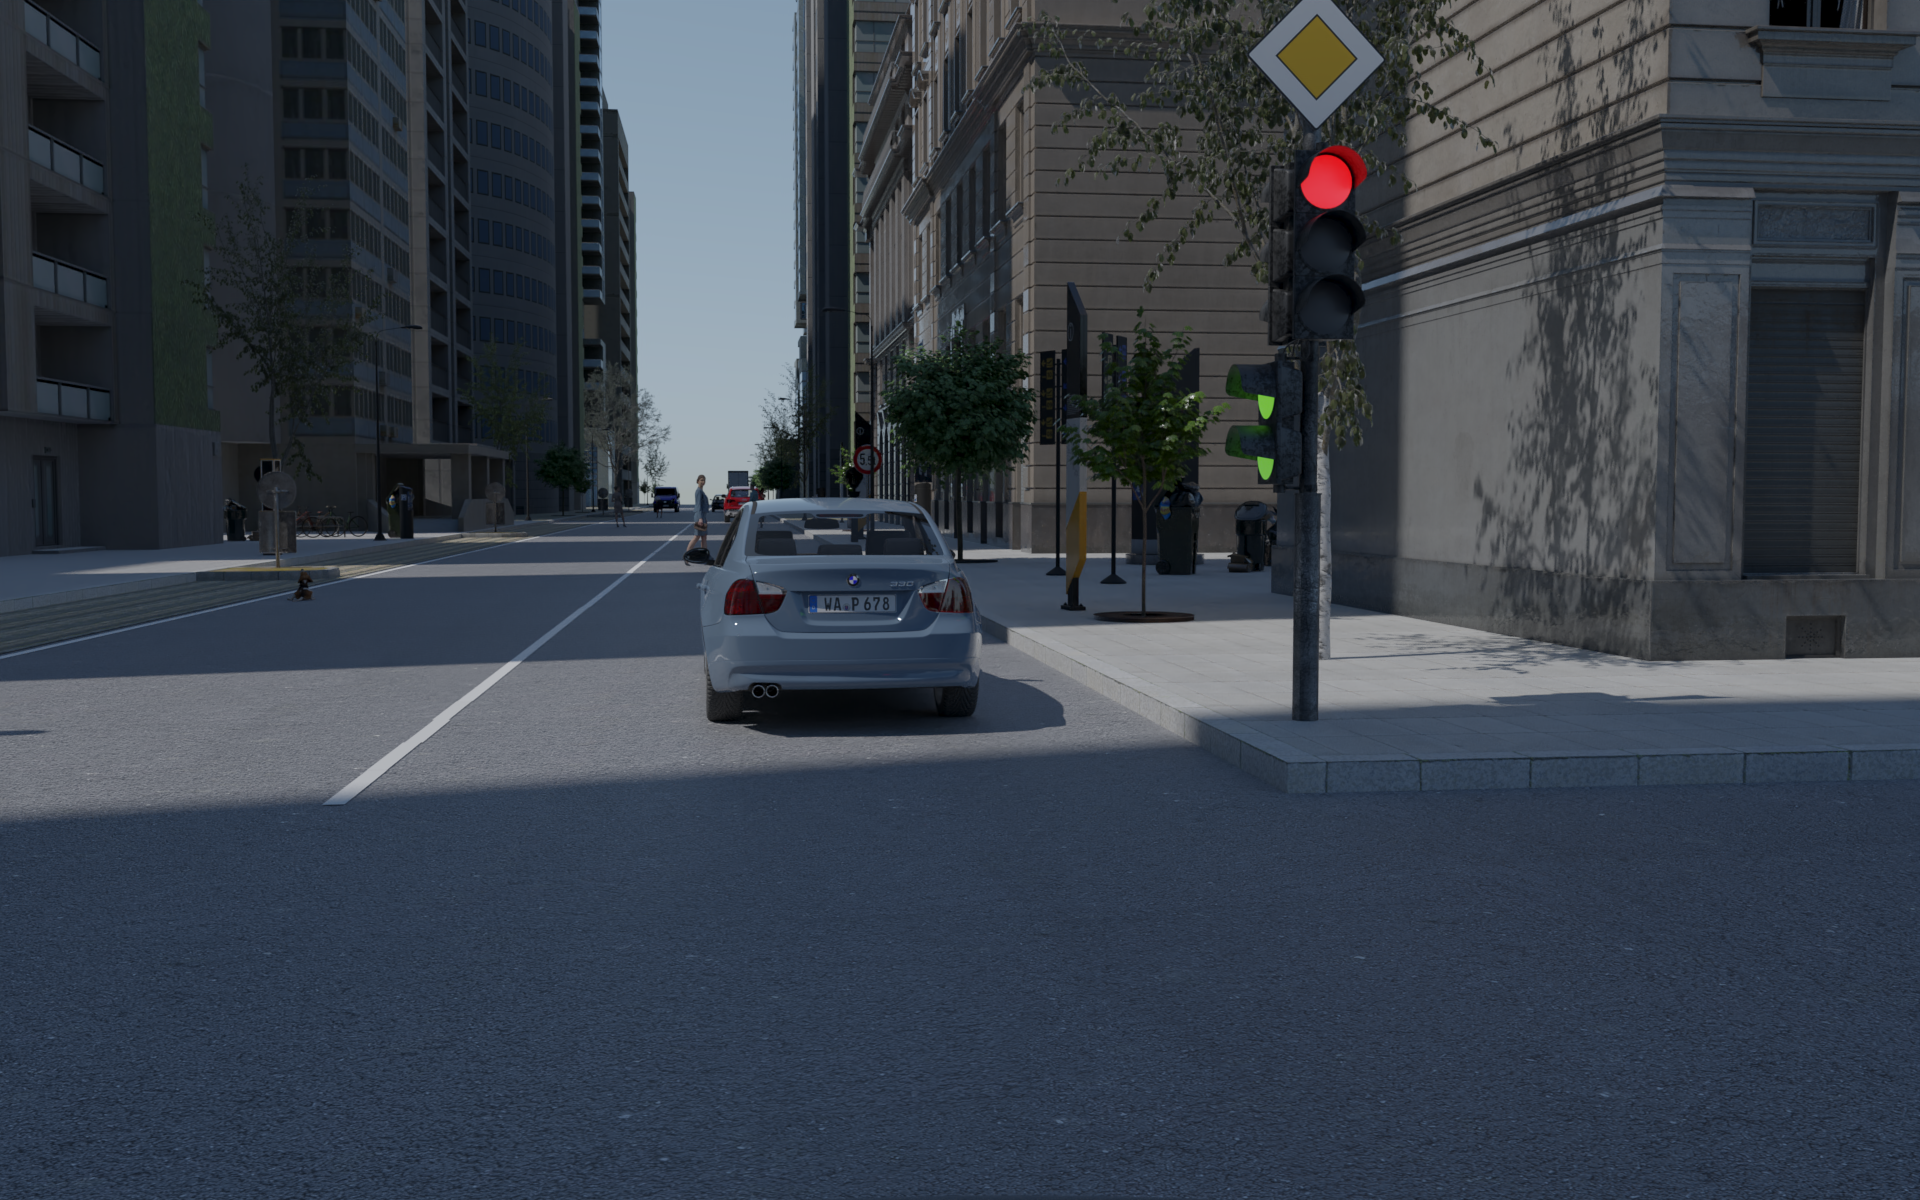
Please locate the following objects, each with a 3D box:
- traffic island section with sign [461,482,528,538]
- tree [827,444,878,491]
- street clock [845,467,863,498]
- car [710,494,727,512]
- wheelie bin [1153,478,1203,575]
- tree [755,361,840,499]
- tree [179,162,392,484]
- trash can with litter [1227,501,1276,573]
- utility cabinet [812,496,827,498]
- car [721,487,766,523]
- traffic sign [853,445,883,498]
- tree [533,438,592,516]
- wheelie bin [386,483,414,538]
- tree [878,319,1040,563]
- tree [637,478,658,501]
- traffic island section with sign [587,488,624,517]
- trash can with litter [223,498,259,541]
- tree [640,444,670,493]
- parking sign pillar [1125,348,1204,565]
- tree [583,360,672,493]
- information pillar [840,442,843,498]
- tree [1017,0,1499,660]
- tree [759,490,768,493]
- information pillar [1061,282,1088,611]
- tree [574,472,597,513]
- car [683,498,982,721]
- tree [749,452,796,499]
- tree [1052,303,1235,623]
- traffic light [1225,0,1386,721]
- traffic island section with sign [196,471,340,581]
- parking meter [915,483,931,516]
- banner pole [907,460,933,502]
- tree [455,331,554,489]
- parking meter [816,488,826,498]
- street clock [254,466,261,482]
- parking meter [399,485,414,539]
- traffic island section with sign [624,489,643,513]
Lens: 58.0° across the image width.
[{"bbox_3d":[-15.400,-2.985,57.431,1.989,1.847,2.006,0,4,-8],"label":"traffic island section with sign"},{"bbox_3d":[-3.438,-3.958,59.316,1.663,3.219,1.824,0,3,0],"label":"tree"},{"bbox_3d":[-2.820,-2.549,46.240,0.471,2.002,0.358,-1,4,-9],"label":"street clock"},{"bbox_3d":[-19.122,-7.921,139.299,2.009,1.686,4.222,-1,4,-9],"label":"car"},{"bbox_3d":[3.501,-1.210,27.687,0.693,1.594,0.980,1,4,20],"label":"wheelie bin"},{"bbox_3d":[-8.679,-8.800,94.243,4.360,8.622,3.978,0,3,0],"label":"tree"},{"bbox_3d":[-15.387,-5.454,39.543,4.360,8.622,3.978,0,3,0],"label":"tree"},{"bbox_3d":[4.792,-1.053,28.601,0.624,1.170,1.055,2,4,24],"label":"trash can with litter"},{"bbox_3d":[-5.558,-3.508,68.511,0.306,1.237,1.020,1,4,13],"label":"utility cabinet"},{"bbox_3d":[-11.073,-4.897,88.732,2.281,1.827,5.304,0,4,-8],"label":"car"},{"bbox_3d":[-2.387,-2.737,44.861,0.768,2.556,0.104,0,4,-4],"label":"traffic sign"},{"bbox_3d":[-23.356,-7.237,102.031,4.285,4.588,4.351,0,3,0],"label":"tree"},{"bbox_3d":[-16.436,-2.628,50.884,0.693,1.594,0.980,0,4,-4],"label":"wheelie bin"},{"bbox_3d":[0.036,-2.996,32.704,4.285,4.588,4.351,0,3,0],"label":"tree"},{"bbox_3d":[-36.809,-12.734,202.807,1.663,3.219,1.824,0,3,0],"label":"tree"},{"bbox_3d":[-22.015,-6.022,107.087,1.989,1.847,2.006,0,4,-8],"label":"traffic island section with sign"},{"bbox_3d":[-19.511,-2.190,47.200,1.055,1.170,0.624,-3,5,-40],"label":"trash can with litter"},{"bbox_3d":[-40.245,-16.992,228.176,4.737,8.622,4.395,0,3,0],"label":"tree"},{"bbox_3d":[3.768,-2.647,31.756,1.447,3.967,1.447,-3,4,-36],"label":"parking sign pillar"},{"bbox_3d":[-31.324,-15.098,157.220,12.009,13.543,11.850,0,3,0],"label":"tree"},{"bbox_3d":[-5.321,-5.290,77.841,0.183,3.616,0.504,-1,4,-10],"label":"information pillar"},{"bbox_3d":[2.567,-3.839,13.125,4.360,8.622,3.978,0,3,0],"label":"tree"},{"bbox_3d":[-25.708,-14.003,223.547,1.663,3.219,1.824,0,3,0],"label":"tree"},{"bbox_3d":[1.274,-1.691,19.003,0.183,3.616,0.504,-1,4,-14],"label":"information pillar"},{"bbox_3d":[-26.158,-7.637,119.466,1.663,3.219,1.824,0,3,0],"label":"tree"},{"bbox_3d":[-0.953,-0.019,12.312,2.014,1.417,4.499,-1,4,-9],"label":"car"},{"bbox_3d":[-14.366,-9.361,136.769,4.285,4.588,4.351,0,3,0],"label":"tree"},{"bbox_3d":[1.870,-1.417,17.776,1.663,3.219,1.824,0,3,0],"label":"tree"},{"bbox_3d":[1.942,-1.272,9.726,0.839,4.253,0.868,0,4,-8],"label":"traffic light"},{"bbox_3d":[-11.679,-1.272,29.419,1.989,1.847,2.006,0,4,-8],"label":"traffic island section with sign"},{"bbox_3d":[-0.839,-1.876,39.079,0.372,1.533,0.369,0,3,0],"label":"parking meter"},{"bbox_3d":[-1.135,-3.423,45.979,0.863,3.779,0.401,0,4,2],"label":"banner pole"},{"bbox_3d":[-20.856,-7.899,79.518,4.737,8.622,4.395,0,3,0],"label":"tree"},{"bbox_3d":[-5.412,-3.603,67.313,0.372,1.533,0.369,0,3,0],"label":"parking meter"},{"bbox_3d":[-17.477,-2.386,43.587,0.471,2.002,0.358,0,4,-2],"label":"street clock"},{"bbox_3d":[-15.897,-2.528,49.744,0.372,1.533,0.369,0,3,0],"label":"parking meter"},{"bbox_3d":[-25.629,-7.688,134.321,1.989,1.847,2.006,0,4,-8],"label":"traffic island section with sign"}]
